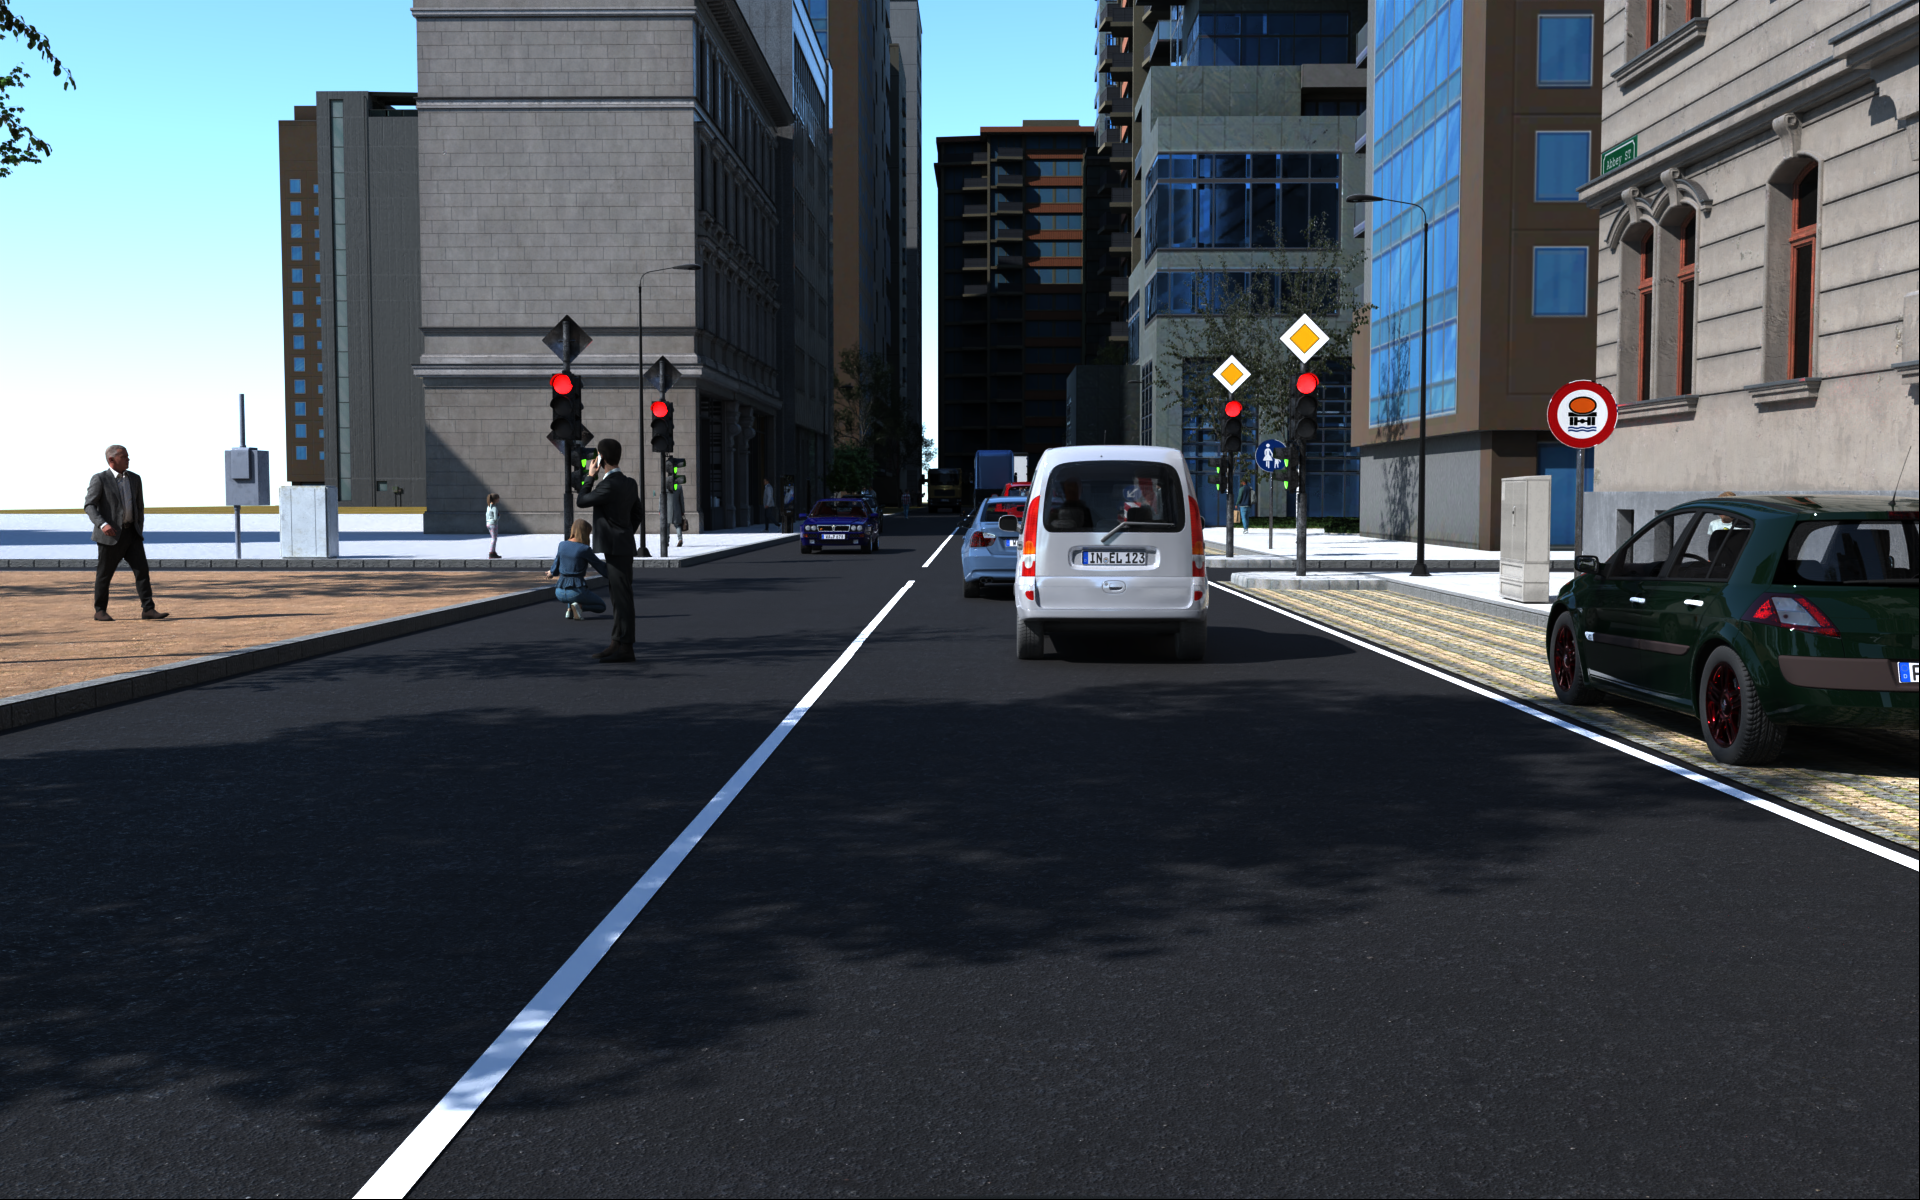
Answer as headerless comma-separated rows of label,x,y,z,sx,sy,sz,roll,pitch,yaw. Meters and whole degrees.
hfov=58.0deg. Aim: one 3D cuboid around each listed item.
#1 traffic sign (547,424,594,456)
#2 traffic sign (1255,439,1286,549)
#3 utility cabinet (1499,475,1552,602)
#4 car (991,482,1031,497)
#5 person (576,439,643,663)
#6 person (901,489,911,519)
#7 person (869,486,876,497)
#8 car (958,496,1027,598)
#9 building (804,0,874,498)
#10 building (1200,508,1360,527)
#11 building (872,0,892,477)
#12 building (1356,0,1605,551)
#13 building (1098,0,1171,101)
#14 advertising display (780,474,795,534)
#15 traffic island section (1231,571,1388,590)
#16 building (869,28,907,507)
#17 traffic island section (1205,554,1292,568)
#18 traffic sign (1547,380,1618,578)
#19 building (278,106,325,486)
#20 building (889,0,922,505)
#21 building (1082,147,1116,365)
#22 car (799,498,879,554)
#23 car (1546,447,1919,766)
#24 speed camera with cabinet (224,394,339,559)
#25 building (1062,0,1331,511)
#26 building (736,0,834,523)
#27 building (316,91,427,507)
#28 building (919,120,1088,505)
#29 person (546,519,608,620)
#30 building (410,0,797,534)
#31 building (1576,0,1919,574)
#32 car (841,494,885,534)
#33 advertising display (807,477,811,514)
traffic sign,-6.261,-1.717,27.800,0.795,2.593,0.064,0,4,8
traffic sign,7.259,-2.464,40.390,0.768,2.556,0.104,0,4,5
utility cabinet,6.750,-0.738,20.745,0.318,1.500,1.173,0,4,4
car,2.122,-2.773,54.015,2.281,1.827,5.304,0,3,0
person,-2.998,-0.425,14.810,0.474,1.900,0.648,0,4,3
person,-3.056,-5.426,98.058,0.563,1.720,0.643,2,4,28
person,-4.143,-4.612,83.757,0.795,1.843,0.661,1,4,14
car,0.950,-0.807,25.205,2.014,1.417,4.499,0,4,2
building,-13.237,-28.560,117.059,14.600,45.320,14.200,0,4,1
building,16.876,-46.869,78.975,22.319,86.520,31.000,0,4,1
building,-19.521,-33.548,137.742,28.713,52.752,27.495,0,4,1
building,18.694,-24.086,43.914,14.200,45.320,14.600,0,4,1
building,21.313,-28.723,124.239,22.147,44.769,28.867,0,4,1
advertising display,-5.625,-3.136,56.484,0.123,1.923,0.974,1,4,16
traffic island section,5.364,-0.296,27.125,2.009,0.180,2.903,0,4,1
building,-16.375,-33.664,174.108,21.600,48.544,21.300,0,4,1
traffic island section,5.490,-0.785,35.109,2.009,0.180,2.903,0,4,1
traffic sign,6.935,-1.179,19.382,0.768,2.556,0.104,0,4,7
building,-69.545,-33.820,203.060,14.200,45.320,14.600,0,4,1
building,-18.634,-40.518,204.475,28.212,58.520,21.231,0,4,1
building,17.306,-22.953,146.979,14.160,30.474,14.107,0,4,1
car,-2.949,-1.848,42.797,1.945,1.354,3.894,0,4,1
car,4.903,-0.043,10.482,2.009,1.686,4.222,0,4,2
speed camera with cabinet,-13.485,-2.453,34.441,2.038,3.252,0.660,0,4,1
building,21.895,-52.296,167.710,22.319,86.520,31.000,0,4,1
building,-13.227,-16.436,86.756,12.078,24.808,19.932,0,4,1
building,-56.717,-30.310,179.169,14.086,41.232,14.154,0,4,1
building,9.921,-33.701,205.642,28.867,44.769,22.147,0,4,1
person,-4.421,-0.363,19.938,1.012,1.151,0.738,2,4,24
building,-12.752,-12.555,56.192,10.553,20.767,40.483,0,4,1
building,15.271,-13.838,13.641,14.401,28.519,23.554,0,4,1
car,-3.731,-3.287,63.523,2.009,1.686,4.222,0,4,-1
advertising display,-5.769,-3.724,66.098,0.123,1.923,0.974,0,4,-3
